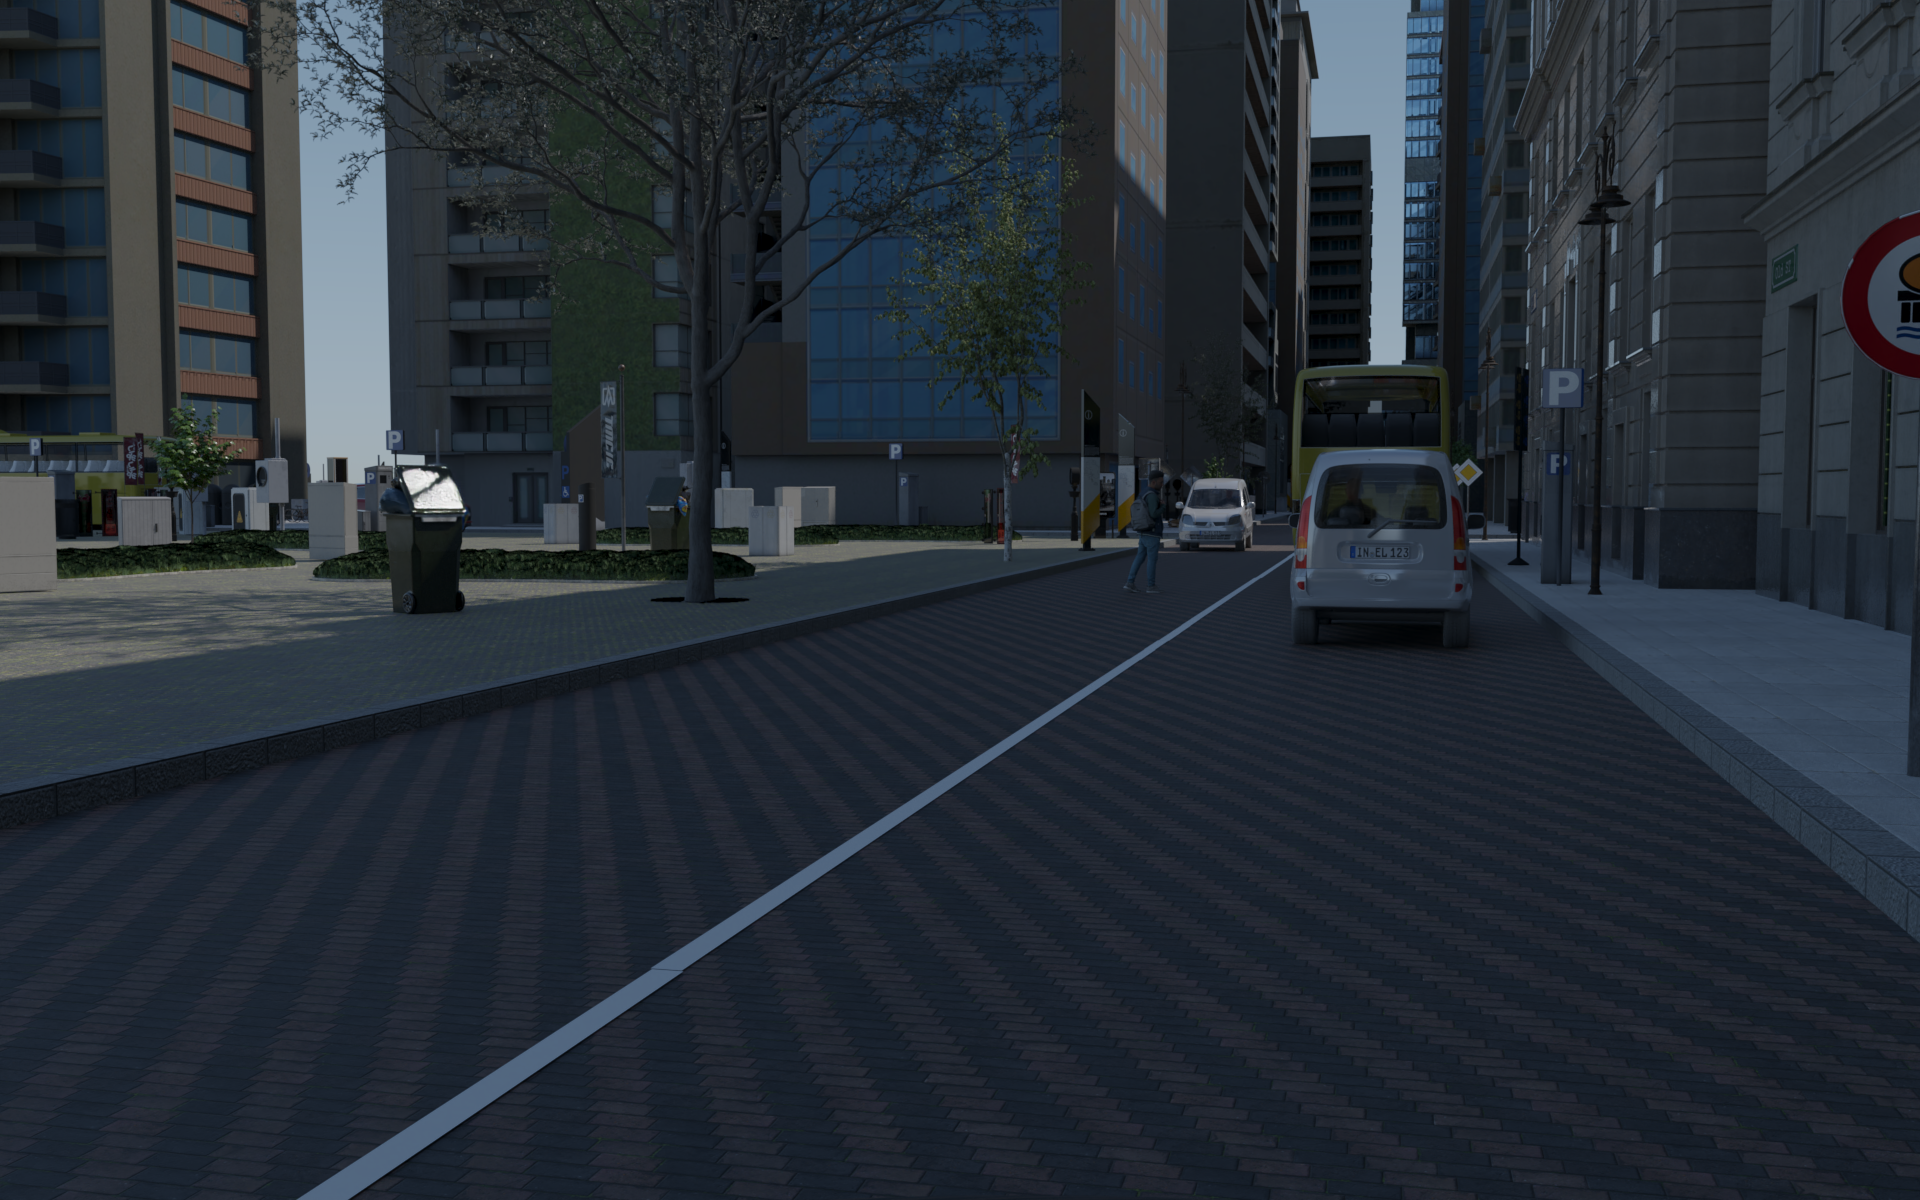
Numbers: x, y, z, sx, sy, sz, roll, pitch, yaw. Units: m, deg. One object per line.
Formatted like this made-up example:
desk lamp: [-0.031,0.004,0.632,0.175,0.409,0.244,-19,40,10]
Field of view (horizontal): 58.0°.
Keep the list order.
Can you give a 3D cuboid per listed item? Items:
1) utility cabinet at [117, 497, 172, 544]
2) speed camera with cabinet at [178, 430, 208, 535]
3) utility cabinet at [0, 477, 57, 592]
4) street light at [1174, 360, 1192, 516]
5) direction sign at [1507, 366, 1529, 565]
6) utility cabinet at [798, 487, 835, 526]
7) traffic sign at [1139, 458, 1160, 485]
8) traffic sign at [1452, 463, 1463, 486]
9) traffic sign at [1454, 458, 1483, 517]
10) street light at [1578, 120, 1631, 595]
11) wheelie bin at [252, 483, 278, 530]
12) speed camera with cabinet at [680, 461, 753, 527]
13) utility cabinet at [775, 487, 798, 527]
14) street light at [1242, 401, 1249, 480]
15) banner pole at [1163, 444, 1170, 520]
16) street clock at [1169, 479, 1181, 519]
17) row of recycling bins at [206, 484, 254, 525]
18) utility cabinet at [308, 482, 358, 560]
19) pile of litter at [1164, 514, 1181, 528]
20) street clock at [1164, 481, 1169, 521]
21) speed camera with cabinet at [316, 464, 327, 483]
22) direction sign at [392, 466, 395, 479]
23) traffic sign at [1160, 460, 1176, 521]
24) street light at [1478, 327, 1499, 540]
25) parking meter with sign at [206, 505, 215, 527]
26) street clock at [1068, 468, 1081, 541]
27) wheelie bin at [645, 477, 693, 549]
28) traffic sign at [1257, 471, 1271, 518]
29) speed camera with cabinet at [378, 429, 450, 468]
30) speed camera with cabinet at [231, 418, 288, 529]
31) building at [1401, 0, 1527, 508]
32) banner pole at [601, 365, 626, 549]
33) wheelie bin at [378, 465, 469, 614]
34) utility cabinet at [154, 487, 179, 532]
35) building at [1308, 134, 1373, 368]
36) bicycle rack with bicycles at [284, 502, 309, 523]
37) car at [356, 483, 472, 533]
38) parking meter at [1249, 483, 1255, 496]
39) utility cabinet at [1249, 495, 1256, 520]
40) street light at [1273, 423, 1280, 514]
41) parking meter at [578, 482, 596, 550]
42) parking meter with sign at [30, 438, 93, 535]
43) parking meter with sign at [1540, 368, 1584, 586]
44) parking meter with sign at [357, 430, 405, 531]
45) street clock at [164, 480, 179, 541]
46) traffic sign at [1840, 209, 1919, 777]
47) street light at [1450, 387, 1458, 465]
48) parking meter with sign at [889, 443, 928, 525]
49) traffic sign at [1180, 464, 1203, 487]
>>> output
utility cabinet: [-17.686,-1.616,37.588,1.020,1.237,0.306,-3,5,-43]
speed camera with cabinet: [-23.779,-3.629,53.666,0.660,3.252,2.038,-2,4,-32]
utility cabinet: [-12.384,-0.842,22.441,0.318,1.500,1.173,2,4,35]
street light: [7.697,-5.327,59.878,0.468,5.910,1.993,1,4,14]
direction sign: [10.084,-2.396,31.172,0.379,3.537,0.876,2,4,32]
utility cabinet: [-4.284,-2.660,52.170,1.173,1.500,0.318,3,5,40]
traffic sign: [5.376,-2.884,49.288,0.606,2.300,0.079,1,4,20]
traffic sign: [16.149,-3.224,56.349,0.795,2.450,0.064,1,4,14]
traffic sign: [14.249,-2.749,48.592,0.795,2.450,0.064,1,4,14]
street light: [8.106,-3.006,21.931,0.468,5.910,1.993,1,4,14]
wheelie bin: [-20.137,-2.584,50.151,0.693,1.594,0.980,2,4,27]
speed camera with cabinet: [-6.951,-3.374,49.494,2.038,3.252,0.660,-2,4,-31]
utility cabinet: [-5.292,-2.744,53.545,0.318,1.500,1.173,2,4,27]
street light: [14.095,-6.929,86.069,0.468,5.910,1.993,1,4,14]
banner pole: [10.278,-5.872,86.024,0.401,3.779,0.863,0,4,0]
street clock: [10.413,-4.796,82.982,0.471,2.002,0.358,1,4,12]
row of recycling bins: [-30.302,-3.926,71.300,3.534,1.692,1.069,0,4,4]
utility cabinet: [-12.057,-1.508,33.329,1.173,1.500,0.318,3,4,37]
pile of litter: [8.497,-3.204,66.356,1.719,0.858,1.176,-1,4,-13]
street clock: [9.982,-4.817,83.323,0.358,2.002,0.471,0,4,6]
speed camera with cabinet: [-41.155,-7.300,113.693,2.038,3.252,0.660,-3,5,-43]
direction sign: [-45.326,-8.981,138.836,0.876,3.537,0.379,-1,4,-16]
traffic sign: [5.905,-2.875,50.650,0.795,2.450,0.064,1,4,14]
street light: [14.628,-4.606,48.091,0.468,5.910,1.993,1,4,14]
parking meter with sign: [-29.764,-4.326,66.986,1.738,3.016,0.543,0,4,2]
street clock: [3.130,-2.614,47.307,0.358,2.002,0.471,0,4,-5]
wheelie bin: [-5.279,-1.440,31.446,0.980,1.594,0.693,2,4,25]
traffic sign: [16.608,-5.789,94.755,0.768,2.556,0.104,1,4,21]
speed camera with cabinet: [-16.691,-3.585,52.959,2.038,3.252,0.660,0,4,3]
speed camera with cabinet: [-18.379,-3.123,45.402,2.038,3.252,0.660,3,5,41]
building: [67.880,-55.351,217.655,31.000,86.520,22.319,1,4,14]
banner pole: [-6.718,-2.673,33.718,0.863,3.779,0.401,3,4,39]
wheelie bin: [-5.837,-0.664,18.764,0.693,1.594,0.980,3,5,42]
utility cabinet: [-25.834,-2.955,56.991,1.173,1.500,0.318,-1,4,-11]
building: [42.321,-36.777,225.002,21.600,48.544,21.300,1,4,14]
bicycle rack with bicycles: [-29.120,-3.947,77.910,2.925,0.926,2.852,1,4,15]
car: [-19.365,-3.120,59.687,5.304,1.827,2.281,1,4,15]
parking meter: [15.395,-5.235,91.297,0.255,1.863,0.399,2,4,26]
utility cabinet: [14.386,-4.529,85.203,0.306,1.237,1.020,1,4,11]
street light: [20.481,-8.531,112.262,0.468,5.910,1.993,1,4,14]
parking meter: [-8.056,-1.775,37.432,0.372,1.533,0.369,0,3,0]
parking meter with sign: [-28.330,-3.572,54.668,0.543,3.016,1.738,2,4,28]
parking meter with sign: [8.616,-1.752,24.903,0.543,3.016,1.738,1,4,17]
parking meter with sign: [-15.622,-3.069,46.444,0.543,3.016,1.738,1,4,18]
street clock: [-21.330,-2.588,46.884,0.358,2.002,0.471,-2,4,-27]
traffic sign: [4.356,-0.471,7.806,0.768,2.556,0.104,1,4,18]
street light: [21.340,-6.267,75.252,0.468,5.910,1.993,1,4,14]
parking meter with sign: [-1.755,-3.925,60.432,0.543,3.016,1.738,2,4,32]
traffic sign: [7.806,-3.350,58.407,0.795,2.450,0.064,1,4,14]
